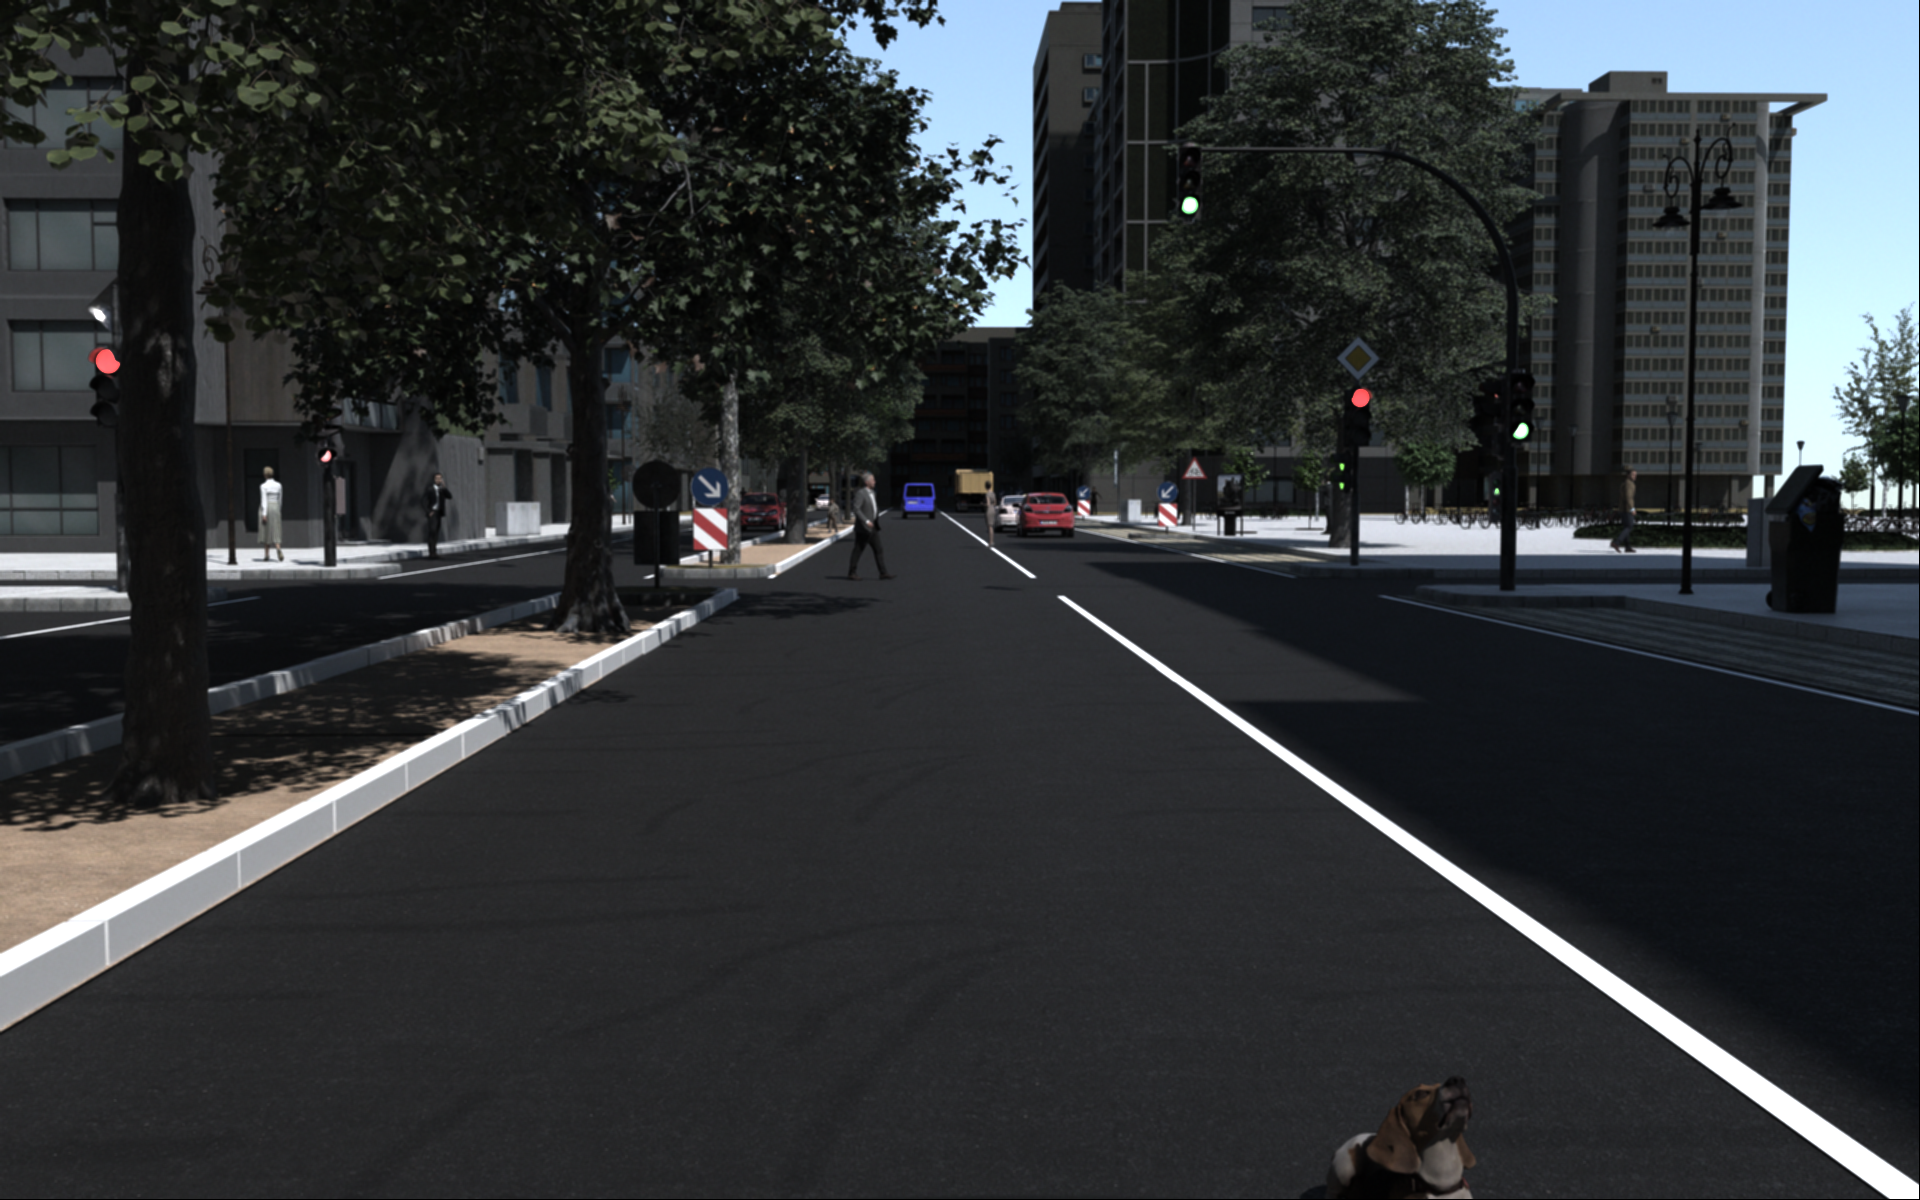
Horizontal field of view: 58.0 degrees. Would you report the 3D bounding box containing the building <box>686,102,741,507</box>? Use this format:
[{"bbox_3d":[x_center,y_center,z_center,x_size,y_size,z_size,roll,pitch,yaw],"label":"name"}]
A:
[{"bbox_3d":[-25.923,-28.069,142.517,14.154,41.232,14.086,0,4,-1],"label":"building"}]

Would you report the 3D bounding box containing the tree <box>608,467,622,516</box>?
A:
[{"bbox_3d":[-21.092,-6.683,103.864,1.663,3.219,1.824,0,3,0],"label":"tree"}]

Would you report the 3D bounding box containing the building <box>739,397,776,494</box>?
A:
[{"bbox_3d":[-34.370,-52.226,166.562,31.000,86.520,22.319,0,4,-1],"label":"building"}]

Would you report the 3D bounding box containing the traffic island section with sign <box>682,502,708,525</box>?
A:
[{"bbox_3d":[-12.134,-4.516,82.469,1.989,1.847,2.006,0,4,-1],"label":"traffic island section with sign"}]

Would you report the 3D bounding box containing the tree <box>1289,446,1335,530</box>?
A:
[{"bbox_3d":[12.664,-4.123,62.009,1.663,3.219,1.824,0,3,0],"label":"tree"}]

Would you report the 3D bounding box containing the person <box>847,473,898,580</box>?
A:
[{"bbox_3d":[-1.473,-1.216,28.786,0.834,1.777,0.661,1,4,16],"label":"person"}]

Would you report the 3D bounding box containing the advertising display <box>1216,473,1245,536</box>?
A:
[{"bbox_3d":[8.288,-2.929,53.103,0.974,1.923,0.123,3,5,43],"label":"advertising display"}]

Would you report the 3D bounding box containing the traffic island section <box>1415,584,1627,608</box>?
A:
[{"bbox_3d":[7.301,-0.049,23.075,2.009,0.180,2.903,0,4,-1],"label":"traffic island section"}]

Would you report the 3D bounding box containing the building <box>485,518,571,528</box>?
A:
[{"bbox_3d":[-27.618,-27.671,72.034,23.786,49.044,30.456,0,4,-1],"label":"building"}]

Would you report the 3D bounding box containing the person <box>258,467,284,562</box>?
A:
[{"bbox_3d":[-13.039,-1.625,32.838,0.478,1.798,0.641,-3,5,-42],"label":"person"}]

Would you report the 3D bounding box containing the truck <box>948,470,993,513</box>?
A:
[{"bbox_3d":[0.982,-8.518,135.199,3.469,3.379,9.791,0,4,-3],"label":"truck"}]

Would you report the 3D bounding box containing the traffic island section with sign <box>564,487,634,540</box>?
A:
[{"bbox_3d":[-11.446,-2.849,55.201,1.989,1.847,2.006,0,4,-1],"label":"traffic island section with sign"}]

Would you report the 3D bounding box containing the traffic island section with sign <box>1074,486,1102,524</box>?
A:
[{"bbox_3d":[5.768,-4.569,83.330,1.989,1.847,2.006,0,4,-1],"label":"traffic island section with sign"}]

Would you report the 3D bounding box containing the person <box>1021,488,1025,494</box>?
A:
[{"bbox_3d":[6.370,-10.668,180.088,1.348,1.869,0.705,0,4,7],"label":"person"}]

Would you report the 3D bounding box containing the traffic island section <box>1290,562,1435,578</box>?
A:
[{"bbox_3d":[7.097,-0.537,31.057,2.009,0.180,2.903,0,4,-1],"label":"traffic island section"}]

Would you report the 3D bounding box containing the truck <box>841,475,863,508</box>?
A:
[{"bbox_3d":[-11.313,-11.038,176.401,3.469,3.379,9.791,0,4,-1],"label":"truck"}]

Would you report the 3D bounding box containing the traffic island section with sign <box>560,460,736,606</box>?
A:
[{"bbox_3d":[-4.128,-0.910,23.022,2.006,1.907,1.989,0,4,-1],"label":"traffic island section with sign"}]

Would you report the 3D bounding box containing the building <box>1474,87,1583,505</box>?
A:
[{"bbox_3d":[56.289,-35.724,203.689,30.456,49.044,23.786,0,4,-1],"label":"building"}]

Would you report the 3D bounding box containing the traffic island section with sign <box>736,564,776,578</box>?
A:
[{"bbox_3d":[-4.308,-1.363,30.427,2.006,1.907,1.989,0,4,-1],"label":"traffic island section with sign"}]

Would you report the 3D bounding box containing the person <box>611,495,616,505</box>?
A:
[{"bbox_3d":[-18.695,-5.238,92.361,0.731,1.740,0.598,-1,4,-17],"label":"person"}]

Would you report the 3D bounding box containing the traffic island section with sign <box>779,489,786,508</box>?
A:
[{"bbox_3d":[-13.416,-7.566,132.332,1.989,1.847,2.006,0,4,-1],"label":"traffic island section with sign"}]

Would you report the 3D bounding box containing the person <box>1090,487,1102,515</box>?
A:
[{"bbox_3d":[8.307,-6.184,107.874,1.217,1.735,0.721,2,4,33],"label":"person"}]

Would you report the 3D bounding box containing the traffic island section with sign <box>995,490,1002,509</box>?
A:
[{"bbox_3d":[3.777,-9.325,161.098,1.989,1.847,2.006,0,4,-1],"label":"traffic island section with sign"}]

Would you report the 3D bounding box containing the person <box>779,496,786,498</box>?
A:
[{"bbox_3d":[-17.427,-10.125,172.107,1.217,1.766,0.721,-1,4,-18],"label":"person"}]

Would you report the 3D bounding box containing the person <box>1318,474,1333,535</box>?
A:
[{"bbox_3d":[11.632,-3.031,54.962,0.474,1.900,0.648,1,4,23],"label":"person"}]

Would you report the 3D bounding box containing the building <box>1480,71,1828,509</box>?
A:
[{"bbox_3d":[62.535,-28.951,165.226,23.993,40.220,32.217,0,4,-1],"label":"building"}]

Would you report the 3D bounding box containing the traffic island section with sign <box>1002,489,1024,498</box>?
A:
[{"bbox_3d":[4.466,-7.677,134.152,1.989,1.847,2.006,0,4,-1],"label":"traffic island section with sign"}]

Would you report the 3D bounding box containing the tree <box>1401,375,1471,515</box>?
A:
[{"bbox_3d":[26.119,-8.961,96.882,4.360,8.622,3.978,0,3,0],"label":"tree"}]

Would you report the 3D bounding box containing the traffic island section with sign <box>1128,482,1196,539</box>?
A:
[{"bbox_3d":[6.467,-2.884,55.785,1.989,1.847,2.006,0,4,-1],"label":"traffic island section with sign"}]

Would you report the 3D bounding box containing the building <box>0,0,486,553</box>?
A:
[{"bbox_3d":[-20.672,-21.935,42.226,14.154,41.232,14.086,0,4,-1],"label":"building"}]

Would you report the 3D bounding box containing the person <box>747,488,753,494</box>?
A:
[{"bbox_3d":[-15.881,-7.644,131.732,1.217,1.735,0.721,-3,5,-42],"label":"person"}]

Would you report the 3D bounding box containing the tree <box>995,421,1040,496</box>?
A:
[{"bbox_3d":[5.723,-13.199,166.168,4.360,8.622,3.978,0,3,0],"label":"tree"}]

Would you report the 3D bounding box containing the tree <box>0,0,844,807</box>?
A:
[{"bbox_3d":[-3.837,-5.357,8.165,7.486,12.596,7.792,0,3,0],"label":"tree"}]

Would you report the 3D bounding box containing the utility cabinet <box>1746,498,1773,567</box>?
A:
[{"bbox_3d":[14.328,-1.192,30.647,1.020,1.237,0.306,-2,4,-35],"label":"utility cabinet"}]

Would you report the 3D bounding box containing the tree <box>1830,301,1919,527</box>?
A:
[{"bbox_3d":[35.938,-7.144,67.166,4.737,8.622,4.395,0,3,0],"label":"tree"}]

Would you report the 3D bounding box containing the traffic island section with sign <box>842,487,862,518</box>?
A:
[{"bbox_3d":[-6.239,-5.957,105.541,2.006,1.907,1.989,0,4,-1],"label":"traffic island section with sign"}]

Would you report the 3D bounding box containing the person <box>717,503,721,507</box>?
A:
[{"bbox_3d":[-16.388,-6.813,118.148,1.217,1.735,0.721,-1,4,-9],"label":"person"}]

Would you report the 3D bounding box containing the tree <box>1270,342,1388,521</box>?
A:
[{"bbox_3d":[16.698,-8.006,81.253,4.737,8.622,4.395,0,3,0],"label":"tree"}]

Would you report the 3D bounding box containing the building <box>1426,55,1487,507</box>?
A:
[{"bbox_3d":[43.124,-32.035,173.876,14.200,45.320,14.600,0,4,-1],"label":"building"}]

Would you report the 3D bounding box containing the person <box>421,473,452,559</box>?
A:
[{"bbox_3d":[-11.571,-1.865,38.358,0.474,1.900,0.648,1,4,22],"label":"person"}]

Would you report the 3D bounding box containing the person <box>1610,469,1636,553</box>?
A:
[{"bbox_3d":[14.576,-1.952,37.865,0.836,1.842,0.656,-2,4,-29],"label":"person"}]

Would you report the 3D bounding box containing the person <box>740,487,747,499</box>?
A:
[{"bbox_3d":[-16.610,-7.750,132.764,1.348,1.822,0.705,0,4,-2],"label":"person"}]

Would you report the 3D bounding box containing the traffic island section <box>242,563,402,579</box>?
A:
[{"bbox_3d":[-11.139,-0.509,30.597,2.009,0.180,2.903,0,4,-1],"label":"traffic island section"}]

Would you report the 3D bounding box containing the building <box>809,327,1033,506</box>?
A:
[{"bbox_3d":[-2.639,-22.022,205.094,28.899,21.520,27.650,0,4,-1],"label":"building"}]

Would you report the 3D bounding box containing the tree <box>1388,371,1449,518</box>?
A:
[{"bbox_3d":[23.471,-8.579,90.633,4.737,8.622,4.395,0,3,0],"label":"tree"}]

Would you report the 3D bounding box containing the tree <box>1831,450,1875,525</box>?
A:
[{"bbox_3d":[37.713,-4.819,73.395,1.663,3.219,1.824,0,3,0],"label":"tree"}]

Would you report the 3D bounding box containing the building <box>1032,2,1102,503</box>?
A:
[{"bbox_3d":[18.428,-33.346,168.900,21.300,48.544,21.600,0,4,-1],"label":"building"}]

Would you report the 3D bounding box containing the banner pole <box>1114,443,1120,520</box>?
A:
[{"bbox_3d":[7.690,-5.799,84.827,0.401,3.779,0.863,2,4,28],"label":"banner pole"}]

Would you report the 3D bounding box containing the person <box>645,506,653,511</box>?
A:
[{"bbox_3d":[-17.312,-5.526,96.406,0.660,1.820,0.620,2,4,31],"label":"person"}]

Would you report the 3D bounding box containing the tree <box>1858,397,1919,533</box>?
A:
[{"bbox_3d":[31.750,-4.526,57.707,4.285,4.588,4.351,0,3,0],"label":"tree"}]

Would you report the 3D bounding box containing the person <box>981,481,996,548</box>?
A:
[{"bbox_3d":[0.753,-2.253,45.684,0.374,1.781,0.599,2,4,25],"label":"person"}]

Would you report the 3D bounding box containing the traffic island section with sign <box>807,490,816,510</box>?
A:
[{"bbox_3d":[-14.105,-9.214,159.278,1.989,1.847,2.006,0,4,-1],"label":"traffic island section with sign"}]

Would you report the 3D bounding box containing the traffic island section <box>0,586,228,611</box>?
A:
[{"bbox_3d":[-10.934,-0.020,22.615,2.009,0.180,2.903,0,4,-1],"label":"traffic island section"}]

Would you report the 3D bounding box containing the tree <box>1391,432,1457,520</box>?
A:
[{"bbox_3d":[22.835,-6.198,85.057,4.285,4.588,4.351,0,3,0],"label":"tree"}]

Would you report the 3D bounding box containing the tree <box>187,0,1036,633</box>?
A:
[{"bbox_3d":[-3.891,-6.024,17.955,9.611,12.733,9.660,0,3,0],"label":"tree"}]

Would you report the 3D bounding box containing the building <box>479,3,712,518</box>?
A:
[{"bbox_3d":[-30.205,-30.586,119.696,23.786,49.044,30.456,0,4,-1],"label":"building"}]

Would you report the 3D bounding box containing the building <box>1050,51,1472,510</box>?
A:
[{"bbox_3d":[24.176,-27.808,146.540,32.217,40.220,23.993,0,4,-1],"label":"building"}]

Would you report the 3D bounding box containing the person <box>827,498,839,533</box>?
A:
[{"bbox_3d":[-4.635,-3.099,63.435,0.475,1.303,0.640,1,4,18],"label":"person"}]

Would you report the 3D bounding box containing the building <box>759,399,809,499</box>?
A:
[{"bbox_3d":[-29.124,-31.427,205.714,23.993,40.220,32.217,0,4,-1],"label":"building"}]

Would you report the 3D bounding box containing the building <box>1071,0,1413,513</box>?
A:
[{"bbox_3d":[19.141,-41.882,123.015,20.563,71.187,20.611,0,4,-1],"label":"building"}]
